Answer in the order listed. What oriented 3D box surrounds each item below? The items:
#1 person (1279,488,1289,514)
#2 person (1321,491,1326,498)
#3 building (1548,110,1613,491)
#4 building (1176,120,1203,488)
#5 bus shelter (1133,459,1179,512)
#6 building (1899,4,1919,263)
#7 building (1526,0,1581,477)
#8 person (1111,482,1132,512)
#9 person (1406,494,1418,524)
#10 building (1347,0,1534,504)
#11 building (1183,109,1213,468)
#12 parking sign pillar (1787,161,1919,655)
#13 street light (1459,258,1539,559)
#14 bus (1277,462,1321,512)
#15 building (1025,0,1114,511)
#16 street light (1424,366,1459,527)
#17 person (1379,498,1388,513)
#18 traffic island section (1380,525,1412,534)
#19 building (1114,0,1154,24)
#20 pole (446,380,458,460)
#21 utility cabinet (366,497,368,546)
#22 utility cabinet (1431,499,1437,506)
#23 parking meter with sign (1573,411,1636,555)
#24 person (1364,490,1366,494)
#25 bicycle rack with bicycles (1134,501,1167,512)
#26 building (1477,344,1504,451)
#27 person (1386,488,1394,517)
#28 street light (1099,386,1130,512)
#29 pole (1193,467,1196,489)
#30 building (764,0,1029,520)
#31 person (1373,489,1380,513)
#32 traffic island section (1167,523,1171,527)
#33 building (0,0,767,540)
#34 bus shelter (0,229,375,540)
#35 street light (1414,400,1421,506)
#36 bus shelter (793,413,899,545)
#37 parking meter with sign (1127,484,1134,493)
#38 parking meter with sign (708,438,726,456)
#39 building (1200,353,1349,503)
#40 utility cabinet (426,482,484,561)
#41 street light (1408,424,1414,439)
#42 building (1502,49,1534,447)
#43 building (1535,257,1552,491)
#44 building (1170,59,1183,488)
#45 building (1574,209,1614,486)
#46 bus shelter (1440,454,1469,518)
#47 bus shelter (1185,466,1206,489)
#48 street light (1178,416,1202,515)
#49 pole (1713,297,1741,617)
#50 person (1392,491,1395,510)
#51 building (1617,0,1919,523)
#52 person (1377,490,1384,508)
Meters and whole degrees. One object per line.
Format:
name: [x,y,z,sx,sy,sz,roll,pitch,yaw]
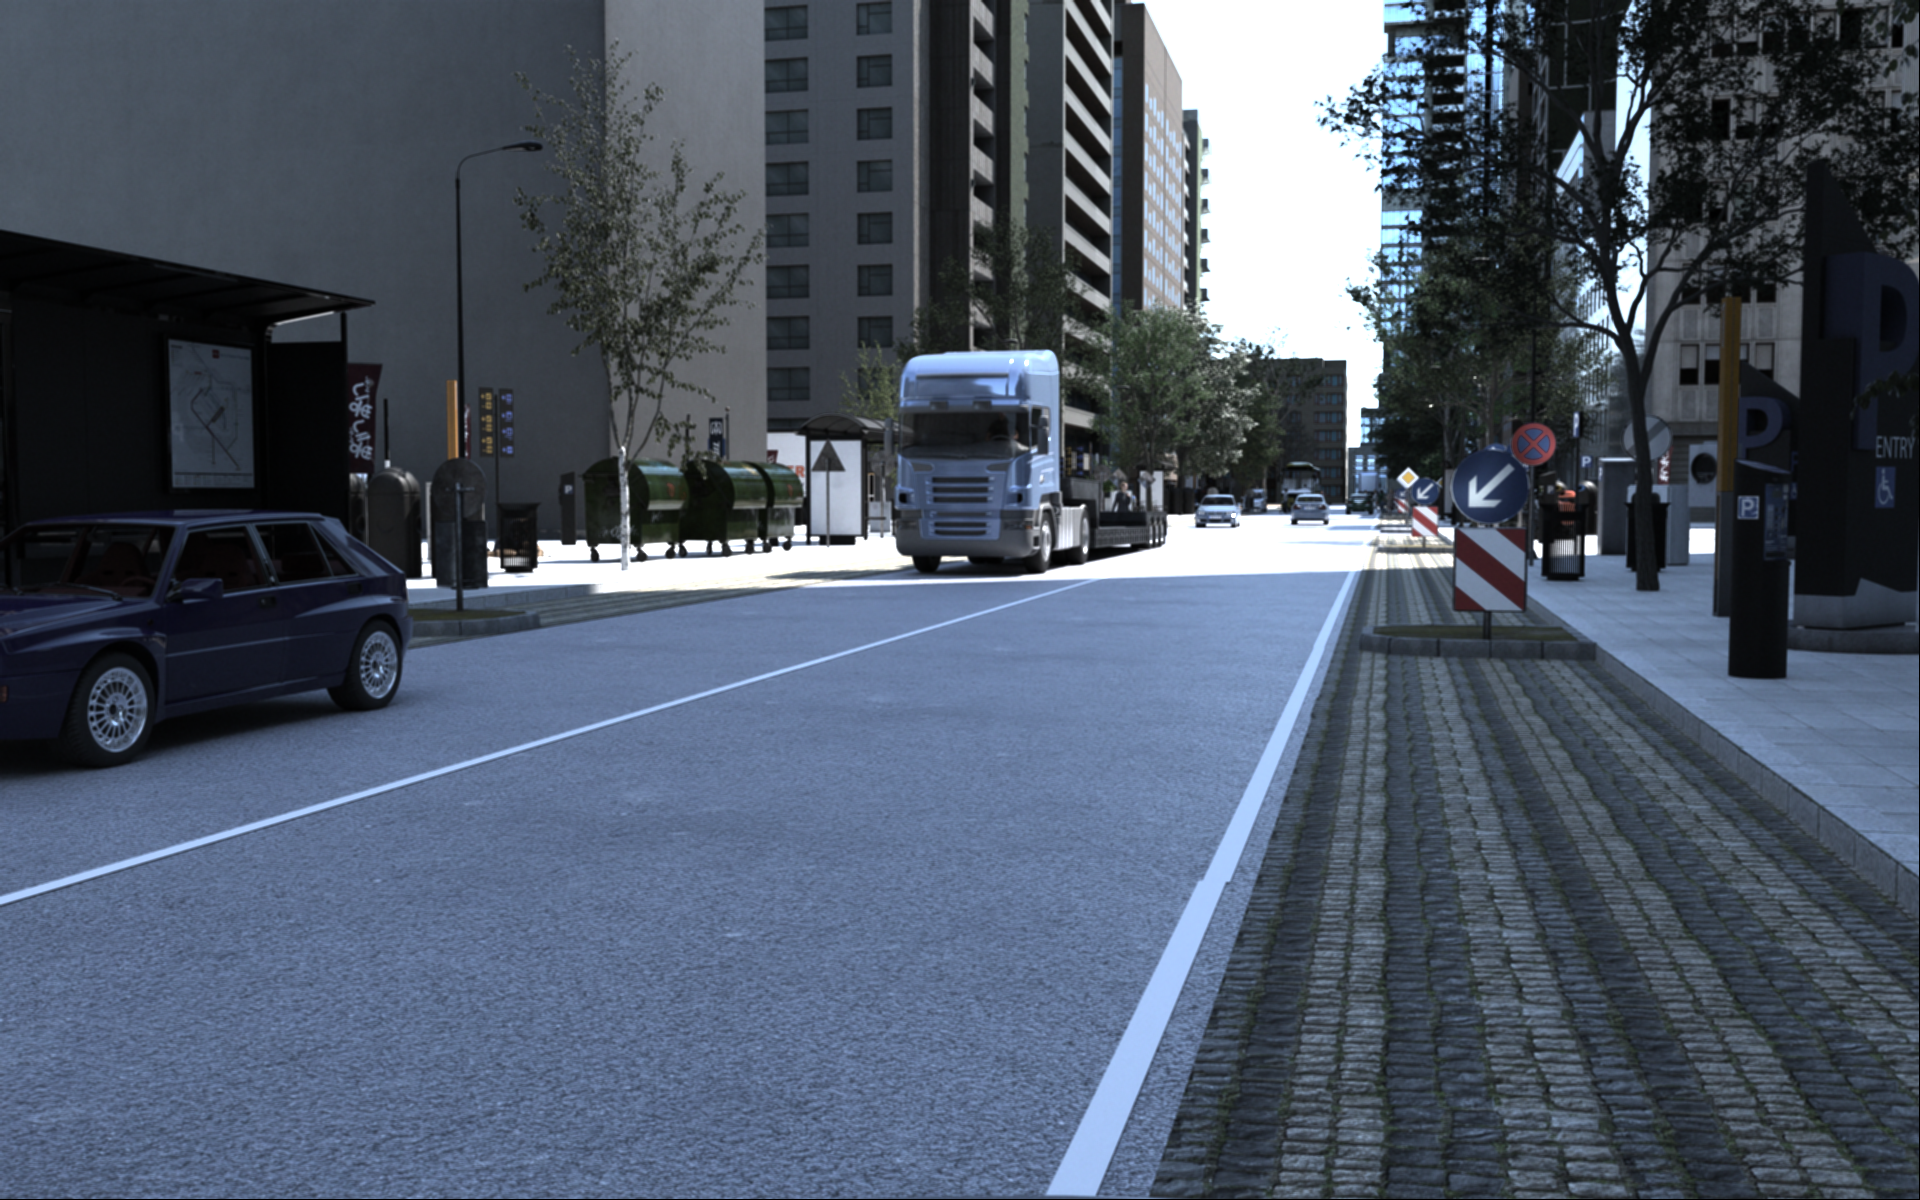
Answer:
person: [23.034,-7.014,123.032,0.795,1.843,0.661,1,4,16]
person: [37.314,-10.343,178.061,0.683,1.767,0.568,1,4,10]
building: [46.578,-18.192,115.467,12.078,24.808,19.932,1,4,14]
building: [18.162,-30.732,186.067,14.154,41.232,14.086,1,4,14]
bus shelter: [11.632,-6.654,102.712,2.014,3.302,5.546,1,4,14]
building: [31.931,-26.580,23.819,28.713,52.752,27.495,1,4,14]
building: [59.379,-43.641,151.790,20.563,71.187,20.611,1,4,14]
person: [4.605,-2.478,49.441,0.534,1.772,0.576,3,5,40]
person: [21.447,-4.467,81.886,0.721,1.781,0.623,-2,4,-30]
building: [70.341,-56.713,239.931,31.000,86.520,22.319,1,4,14]
building: [14.431,-35.983,207.935,30.456,49.044,23.786,1,4,14]
parking sign pillar: [7.523,-1.588,14.438,1.447,3.967,1.447,-3,4,-37]
street light: [10.714,-3.766,34.113,1.470,5.913,1.316,1,4,14]
bus: [27.151,-8.950,137.873,2.896,3.916,12.252,1,4,14]
building: [-1.140,-30.673,125.212,21.300,48.544,21.600,1,4,14]
street light: [17.738,-5.533,63.012,1.470,5.913,1.316,1,4,14]
person: [31.223,-6.965,127.884,0.738,1.151,1.012,-3,5,-43]
traffic island section: [16.594,-2.559,64.128,2.009,0.180,2.903,1,4,14]
building: [10.803,-31.066,158.045,14.600,45.320,14.200,1,4,14]
pole: [-9.101,-2.279,31.103,0.158,3.312,0.155,0,3,0]
utility cabinet: [-13.621,-1.787,40.379,1.020,1.237,0.306,-2,4,-24]
utility cabinet: [38.035,-7.864,139.736,1.020,1.237,0.306,1,4,22]
parking meter with sign: [13.850,-2.460,36.475,1.738,3.016,0.543,0,4,7]
person: [40.056,-9.943,171.054,0.705,1.826,1.348,-1,4,-18]
bicycle rack with bicycles: [10.086,-4.991,94.980,2.852,0.926,2.925,-1,4,-21]
building: [72.182,-21.165,191.082,27.650,21.520,28.899,1,4,14]
person: [26.739,-6.037,107.553,0.599,1.781,0.374,-1,4,-18]
street light: [6.610,-6.253,74.774,1.470,5.913,1.316,1,4,14]
pole: [16.354,-7.761,120.735,0.158,3.312,0.155,0,3,0]
building: [-4.641,-19.578,91.807,14.160,30.474,14.107,1,4,14]
person: [30.376,-7.204,126.632,0.624,1.780,0.694,3,5,41]
traffic island section: [7.982,-3.192,74.474,2.009,0.180,2.903,1,4,14]
building: [-19.518,-16.102,56.768,24.014,27.812,14.314,1,4,14]
bus shelter: [-8.674,-1.657,18.374,1.731,3.624,6.357,1,4,14]
street light: [23.181,-6.884,85.086,1.470,5.913,1.316,1,4,14]
bus shelter: [-2.539,-3.175,45.831,2.014,3.302,5.546,1,4,14]
parking meter with sign: [12.584,-8.132,129.220,1.738,3.016,0.543,0,4,-7]
parking meter with sign: [-7.681,-3.492,53.359,0.543,3.016,1.738,0,4,6]
building: [41.542,-24.931,252.660,28.899,21.520,27.650,1,4,14]
utility cabinet: [-9.477,-1.460,32.552,1.173,1.500,0.318,2,4,28]
street light: [30.554,-8.682,114.487,1.470,5.913,1.316,1,4,14]
building: [61.407,-31.837,170.645,14.600,45.320,14.200,1,4,14]
building: [51.100,-18.548,132.940,12.332,23.373,15.834,1,4,14]
building: [14.280,-31.929,172.154,14.600,45.320,14.200,1,4,14]
building: [41.080,-14.845,97.468,10.420,20.320,16.860,1,4,14]
bus shelter: [26.063,-5.887,90.176,2.014,3.302,5.546,1,4,14]
bus shelter: [16.989,-8.136,126.952,2.014,3.302,5.546,1,4,14]
street light: [13.798,-8.029,103.820,1.470,5.913,1.316,1,4,14]
pole: [7.995,-1.481,18.050,0.158,3.312,0.155,0,3,0]
person: [38.112,-8.741,152.349,0.436,1.711,0.756,1,4,19]
building: [41.421,-16.017,79.897,19.932,24.808,12.078,1,4,14]
person: [33.981,-8.003,139.603,0.600,1.795,0.529,-1,4,-18]
